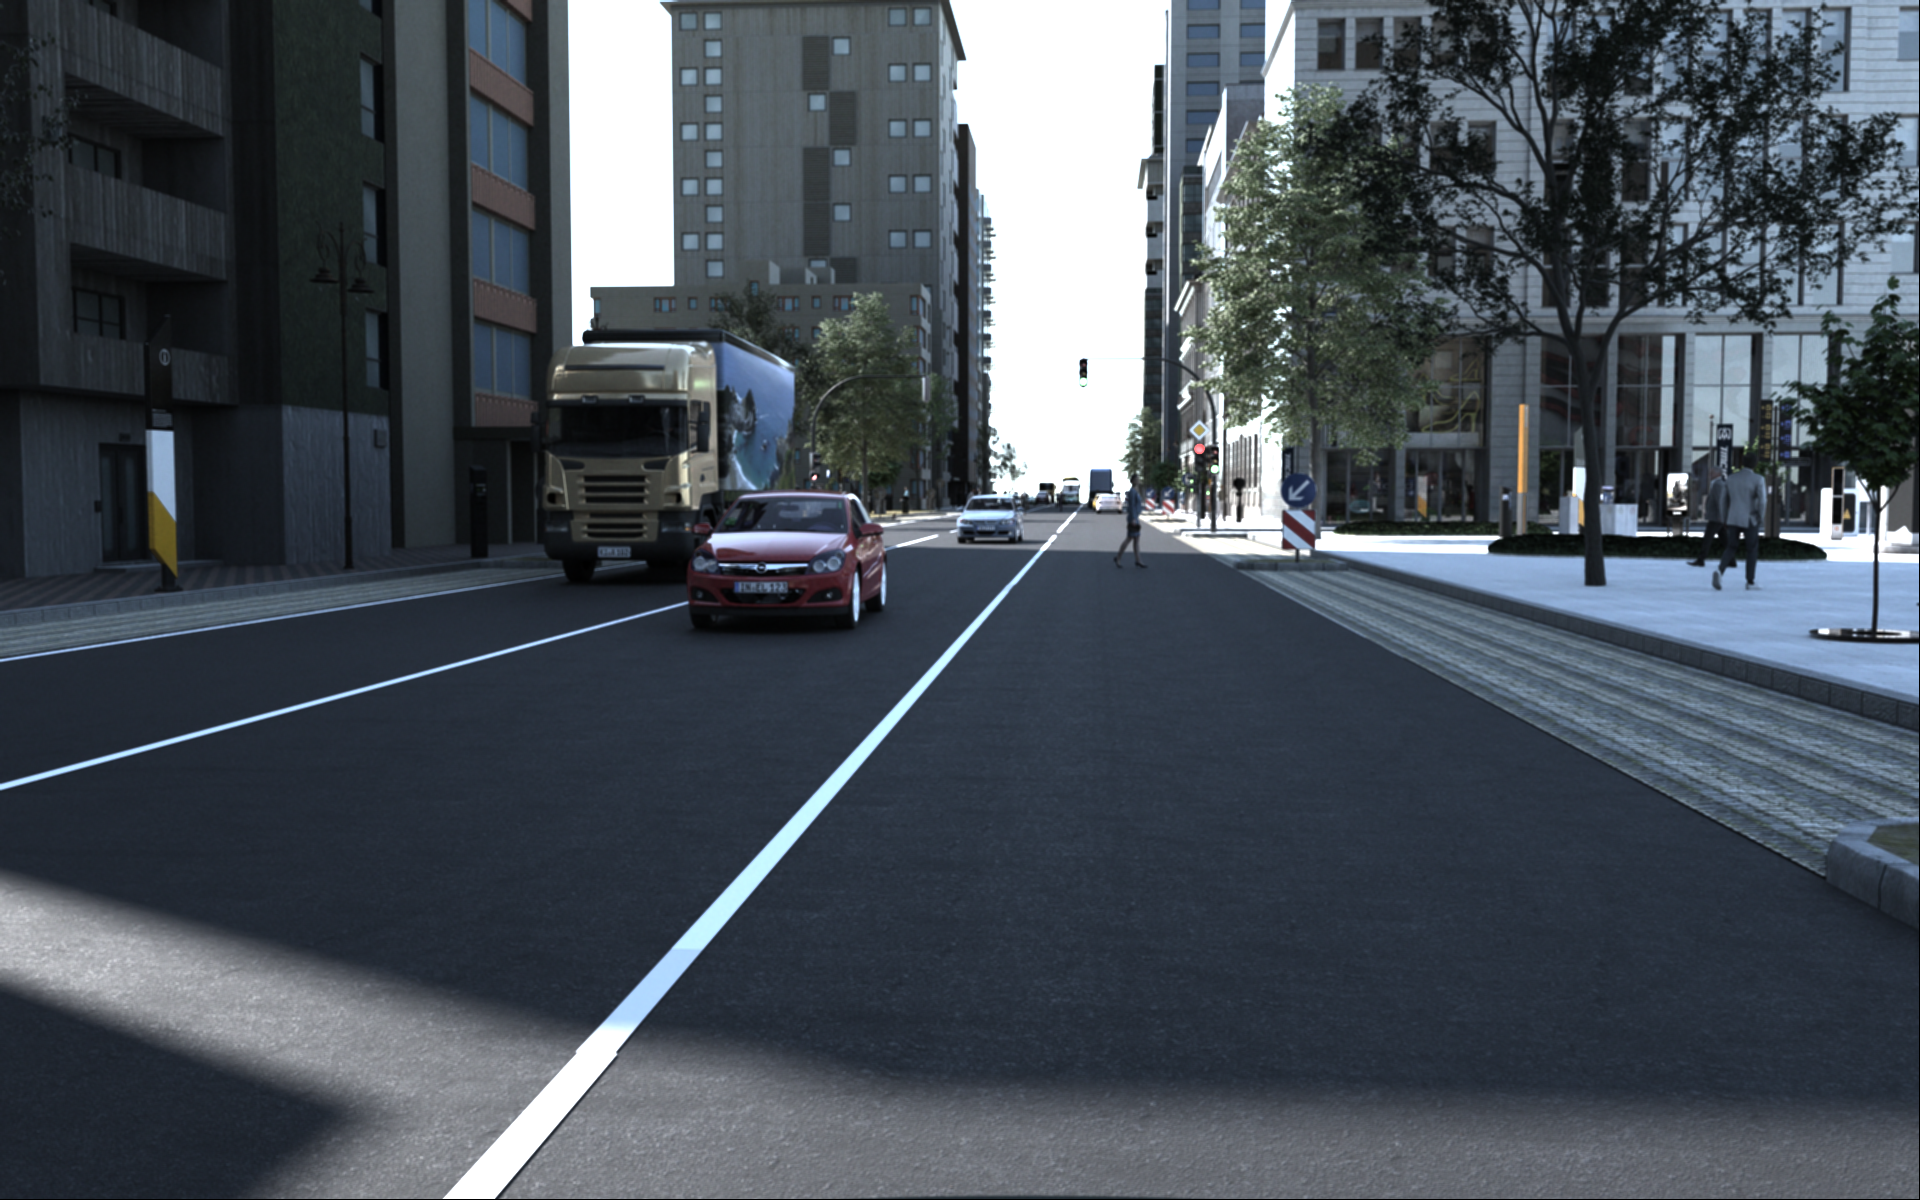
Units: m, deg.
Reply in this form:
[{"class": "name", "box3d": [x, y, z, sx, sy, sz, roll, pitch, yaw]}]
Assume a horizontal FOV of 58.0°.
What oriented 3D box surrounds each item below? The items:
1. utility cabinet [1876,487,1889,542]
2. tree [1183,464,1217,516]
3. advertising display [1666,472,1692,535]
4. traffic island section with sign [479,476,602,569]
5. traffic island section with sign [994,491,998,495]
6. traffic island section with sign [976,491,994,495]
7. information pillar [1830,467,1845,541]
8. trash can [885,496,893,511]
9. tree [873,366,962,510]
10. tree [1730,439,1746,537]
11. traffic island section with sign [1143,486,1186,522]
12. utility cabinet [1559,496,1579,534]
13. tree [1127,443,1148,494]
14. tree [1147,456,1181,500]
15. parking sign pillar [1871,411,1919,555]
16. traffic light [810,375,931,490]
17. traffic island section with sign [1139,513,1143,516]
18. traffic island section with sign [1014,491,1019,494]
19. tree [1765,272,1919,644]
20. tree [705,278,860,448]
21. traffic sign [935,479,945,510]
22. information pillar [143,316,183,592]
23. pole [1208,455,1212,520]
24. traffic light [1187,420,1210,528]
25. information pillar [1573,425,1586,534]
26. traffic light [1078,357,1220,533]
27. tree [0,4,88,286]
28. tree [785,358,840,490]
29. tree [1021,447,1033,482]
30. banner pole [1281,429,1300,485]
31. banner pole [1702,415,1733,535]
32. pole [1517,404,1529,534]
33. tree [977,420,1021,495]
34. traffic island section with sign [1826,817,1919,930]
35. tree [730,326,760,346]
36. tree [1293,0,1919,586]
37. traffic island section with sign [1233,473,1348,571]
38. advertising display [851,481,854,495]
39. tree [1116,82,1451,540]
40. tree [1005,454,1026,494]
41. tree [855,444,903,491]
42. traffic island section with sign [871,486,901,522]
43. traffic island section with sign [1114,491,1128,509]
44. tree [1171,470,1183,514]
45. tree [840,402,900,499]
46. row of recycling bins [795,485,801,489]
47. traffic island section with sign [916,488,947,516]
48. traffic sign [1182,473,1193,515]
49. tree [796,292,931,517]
[{"class": "utility cabinet", "box3d": [25.038, -2.306, 46.379, 1.173, 1.500, 0.318, -2, 4, -26]}, {"class": "tree", "box3d": [14.663, -6.783, 105.498, 1.663, 3.219, 1.824, 0, 3, 0]}, {"class": "advertising display", "box3d": [21.528, -2.856, 51.907, 0.123, 1.923, 0.974, -1, 4, -16]}, {"class": "traffic island section with sign", "box3d": [-8.144, -1.551, 33.982, 1.989, 1.847, 2.006, 0, 4, 4]}, {"class": "traffic island section with sign", "box3d": [3.969, -11.259, 192.719, 1.989, 1.847, 2.006, 0, 4, 4]}, {"class": "traffic island section with sign", "box3d": [1.921, -9.616, 165.842, 1.989, 1.847, 2.006, 0, 4, 4]}, {"class": "information pillar", "box3d": [24.168, -2.642, 47.695, 0.304, 2.012, 0.304, 2, 4, 28]}, {"class": "trash can", "box3d": [-5.469, -7.400, 132.646, 0.748, 1.137, 0.748, 0, 3, 0]}, {"class": "tree", "box3d": [-3.436, -12.905, 136.756, 9.928, 11.665, 9.643, 0, 3, 0]}, {"class": "tree", "box3d": [23.866, -3.514, 52.057, 1.663, 3.219, 1.824, 0, 3, 0]}, {"class": "traffic island section with sign", "box3d": [10.466, -4.868, 88.218, 1.989, 1.847, 2.006, 0, 4, 4]}, {"class": "utility cabinet", "box3d": [16.609, -2.208, 47.271, 0.306, 1.237, 1.020, 2, 4, 33]}, {"class": "tree", "box3d": [24.188, -17.321, 233.567, 4.737, 8.622, 4.395, 0, 3, 0]}, {"class": "tree", "box3d": [17.381, -9.942, 146.260, 4.285, 4.588, 4.351, 0, 3, 0]}, {"class": "parking sign pillar", "box3d": [20.455, -2.982, 37.222, 1.447, 3.967, 1.447, 0, 4, 7]}, {"class": "traffic light", "box3d": [-3.512, -5.615, 66.473, 4.771, 5.953, 1.251, 0, 4, 4]}, {"class": "traffic island section with sign", "box3d": [12.525, -6.527, 115.348, 1.989, 1.847, 2.006, 0, 4, 4]}, {"class": "traffic island section with sign", "box3d": [8.192, -14.648, 248.128, 1.989, 1.847, 2.006, 0, 4, 4]}, {"class": "tree", "box3d": [8.207, -1.258, 15.173, 1.663, 3.219, 1.824, 0, 3, 0]}, {"class": "tree", "box3d": [-8.327, -8.567, 74.486, 8.767, 10.594, 7.601, -2, 4, -31]}, {"class": "traffic sign", "box3d": [-1.638, -8.636, 141.302, 0.768, 2.556, 0.104, 1, 4, 9]}, {"class": "information pillar", "box3d": [-10.429, -1.912, 22.609, 0.183, 3.616, 0.504, 1, 4, 9]}, {"class": "pole", "box3d": [12.584, -5.698, 87.002, 0.158, 3.312, 0.155, 0, 3, 0]}, {"class": "traffic light", "box3d": [9.015, -4.684, 65.501, 0.839, 4.253, 0.868, 0, 4, 4]}, {"class": "information pillar", "box3d": [19.377, -3.834, 54.042, 0.504, 3.616, 0.183, -1, 4, -19]}, {"class": "traffic light", "box3d": [6.315, -5.070, 57.556, 4.771, 5.953, 1.251, 0, 4, 4]}, {"class": "tree", "box3d": [-11.792, -4.142, 18.080, 4.360, 8.622, 3.978, 0, 3, 0]}, {"class": "tree", "box3d": [-9.481, -8.412, 87.900, 4.737, 8.622, 4.395, 0, 3, 0]}, {"class": "tree", "box3d": [8.838, -21.865, 291.908, 7.601, 10.594, 8.767, 0, 4, 1]}, {"class": "banner pole", "box3d": [12.391, -4.567, 64.695, 0.863, 3.779, 0.401, 2, 4, 28]}, {"class": "banner pole", "box3d": [23.876, -3.947, 54.547, 0.863, 3.779, 0.401, 2, 4, 30]}, {"class": "pole", "box3d": [12.800, -2.786, 39.393, 0.158, 3.312, 0.155, 0, 3, 0]}, {"class": "tree", "box3d": [2.794, -17.317, 217.548, 8.767, 10.594, 7.601, 0, 4, -1]}, {"class": "traffic island section with sign", "box3d": [4.165, 0.169, 5.859, 1.989, 1.847, 2.006, 0, 4, 4]}, {"class": "tree", "box3d": [-14.385, -12.165, 117.022, 7.486, 12.596, 7.792, 0, 3, 0]}, {"class": "tree", "box3d": [8.991, -5.498, 24.302, 8.767, 10.594, 7.601, 1, 4, 10]}, {"class": "traffic island section with sign", "box3d": [6.248, -1.489, 32.981, 1.989, 1.847, 2.006, 0, 4, 4]}, {"class": "advertising display", "box3d": [-5.542, -5.135, 89.172, 0.123, 1.923, 0.974, 0, 4, -1]}, {"class": "tree", "box3d": [9.707, -7.992, 48.795, 7.486, 12.596, 7.792, 0, 3, 0]}, {"class": "tree", "box3d": [9.331, -21.478, 301.526, 4.360, 8.622, 3.978, 0, 3, 0]}, {"class": "tree", "box3d": [-5.188, -7.721, 109.953, 4.285, 4.588, 4.351, 0, 3, 0]}, {"class": "traffic island section with sign", "box3d": [-4.036, -4.839, 87.742, 1.989, 1.847, 2.006, 0, 4, 4]}, {"class": "traffic island section with sign", "box3d": [18.405, -11.233, 192.280, 1.989, 1.847, 2.006, 0, 4, 4]}, {"class": "tree", "box3d": [14.680, -7.214, 112.554, 1.663, 3.219, 1.824, 0, 3, 0]}, {"class": "tree", "box3d": [-6.095, -10.456, 121.324, 4.737, 8.622, 4.395, 0, 3, 0]}, {"class": "row of recycling bins", "box3d": [-8.339, -3.995, 72.429, 3.534, 1.692, 1.069, -1, 4, -17]}, {"class": "traffic island section with sign", "box3d": [-1.907, -6.556, 115.825, 1.989, 1.847, 2.006, 0, 4, 4]}, {"class": "traffic sign", "box3d": [13.664, -6.341, 103.780, 0.768, 2.556, 0.104, 0, 4, 6]}, {"class": "tree", "box3d": [-5.360, -10.946, 97.092, 7.486, 12.596, 7.792, 0, 3, 0]}]
